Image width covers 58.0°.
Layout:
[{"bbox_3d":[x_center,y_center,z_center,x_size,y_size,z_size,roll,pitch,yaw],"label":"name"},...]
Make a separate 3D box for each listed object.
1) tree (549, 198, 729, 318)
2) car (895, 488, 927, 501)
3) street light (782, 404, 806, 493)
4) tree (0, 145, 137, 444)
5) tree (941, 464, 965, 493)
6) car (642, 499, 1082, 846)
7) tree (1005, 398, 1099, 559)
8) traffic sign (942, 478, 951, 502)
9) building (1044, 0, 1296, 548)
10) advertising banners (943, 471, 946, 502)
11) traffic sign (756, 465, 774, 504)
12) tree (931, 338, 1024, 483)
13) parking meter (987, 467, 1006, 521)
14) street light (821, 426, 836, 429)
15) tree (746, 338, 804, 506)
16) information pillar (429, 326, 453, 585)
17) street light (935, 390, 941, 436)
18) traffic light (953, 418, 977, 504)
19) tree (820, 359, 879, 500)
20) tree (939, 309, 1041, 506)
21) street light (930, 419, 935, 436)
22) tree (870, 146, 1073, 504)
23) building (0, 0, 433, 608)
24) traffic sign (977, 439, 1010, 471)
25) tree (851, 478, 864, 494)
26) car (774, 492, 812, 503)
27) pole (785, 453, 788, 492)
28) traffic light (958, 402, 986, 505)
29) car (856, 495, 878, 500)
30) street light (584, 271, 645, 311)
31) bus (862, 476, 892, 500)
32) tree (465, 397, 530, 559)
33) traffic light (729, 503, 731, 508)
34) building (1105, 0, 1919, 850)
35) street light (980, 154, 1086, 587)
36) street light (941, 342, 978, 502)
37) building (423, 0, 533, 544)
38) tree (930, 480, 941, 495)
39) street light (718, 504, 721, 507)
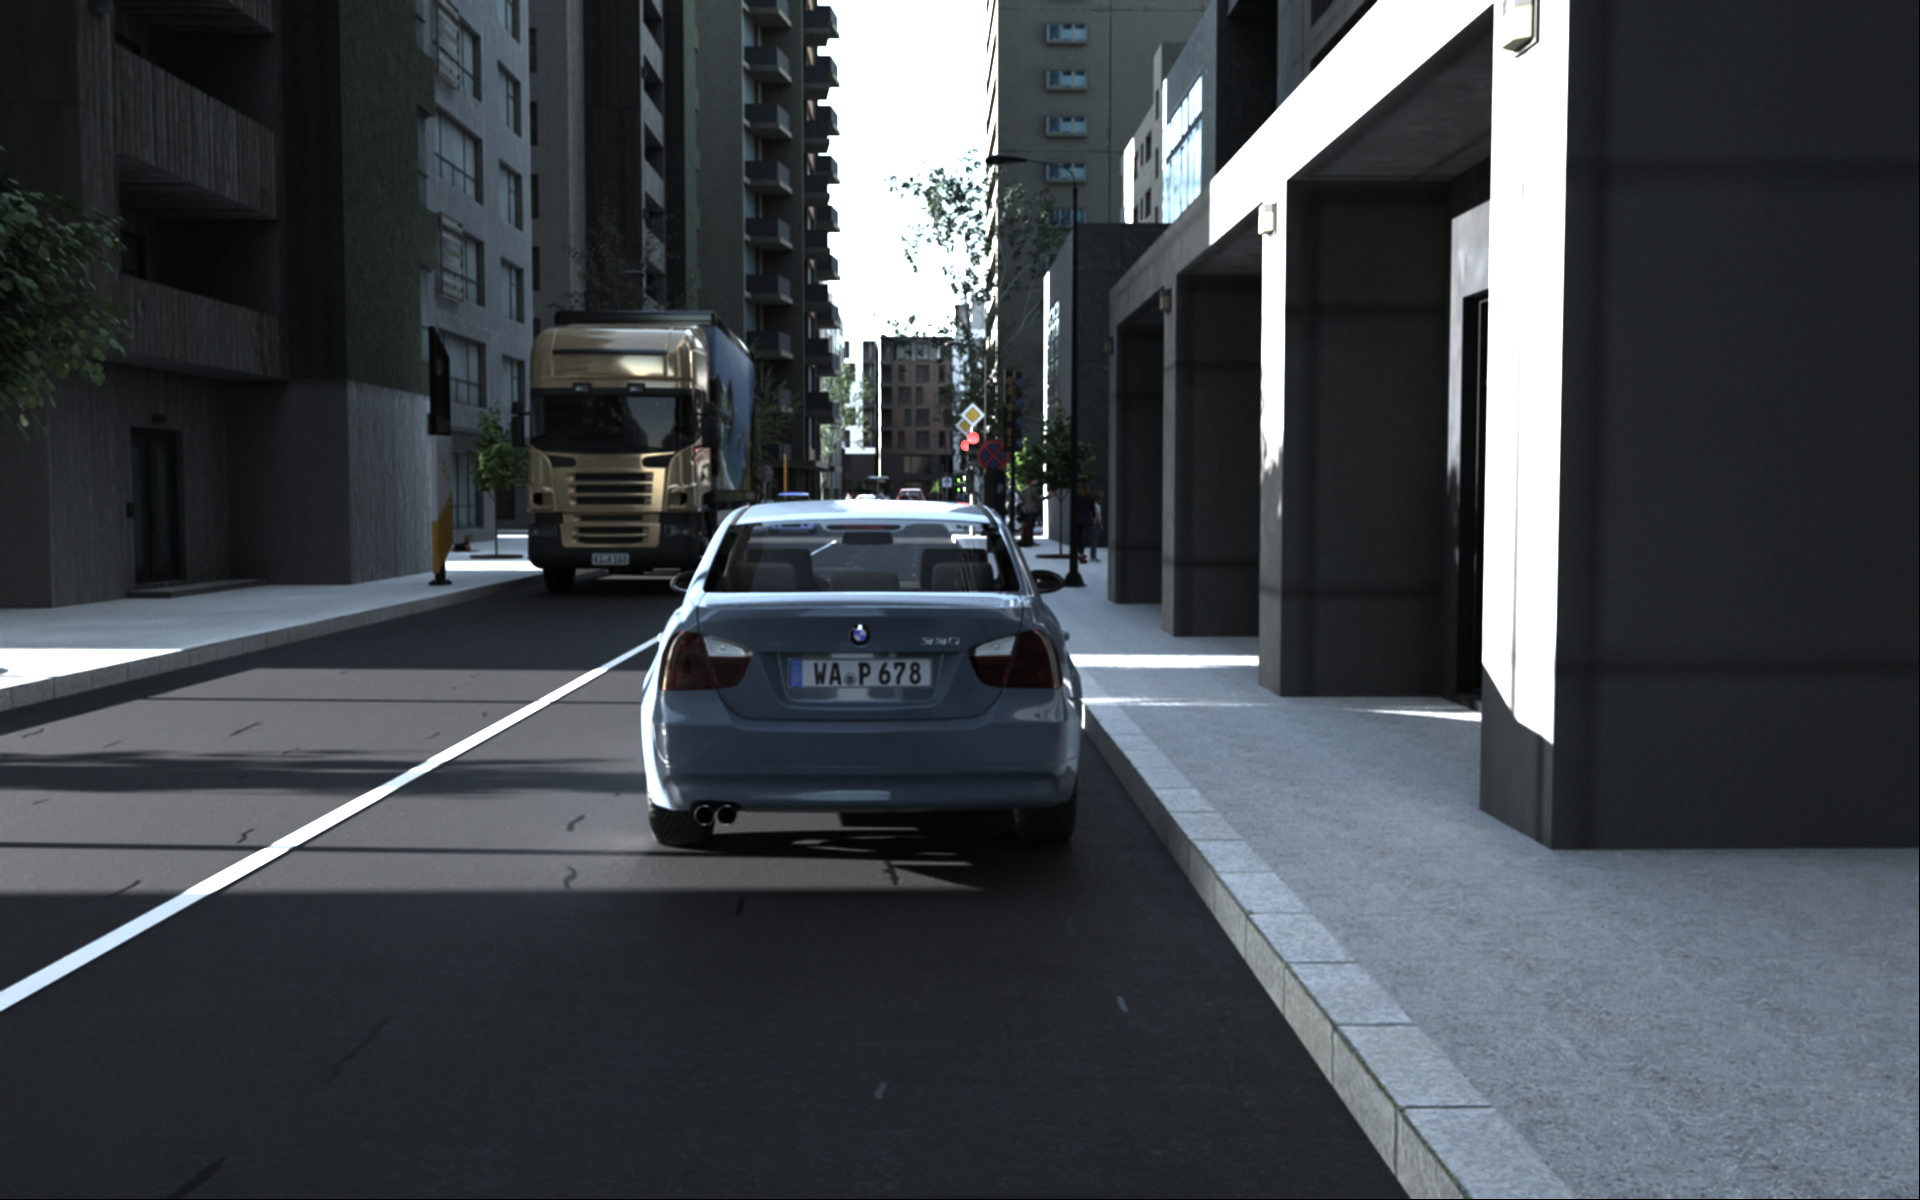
[{"bbox_3d":[-8.206,-5.727,43.991,4.360,8.622,3.978,0,3,0],"label":"tree"},{"bbox_3d":[-3.307,-6.688,118.016,2.281,1.827,5.304,0,4,-1],"label":"car"},{"bbox_3d":[-8.669,-7.175,89.846,1.470,5.913,1.316,0,4,-1],"label":"street light"},{"bbox_3d":[-7.736,-1.736,12.098,4.285,4.588,4.351,0,3,0],"label":"tree"},{"bbox_3d":[-0.081,-7.154,111.576,1.663,3.219,1.824,0,3,0],"label":"tree"},{"bbox_3d":[-0.446,0.222,8.379,2.014,1.417,4.499,0,4,-2],"label":"car"},{"bbox_3d":[1.906,-2.457,34.771,1.663,3.219,1.824,0,3,0],"label":"tree"},{"bbox_3d":[-0.816,-6.442,107.457,0.606,2.300,0.079,0,3,0],"label":"traffic sign"},{"bbox_3d":[14.023,-44.128,34.162,22.319,86.520,31.000,0,4,-1],"label":"building"},{"bbox_3d":[-1.170,-8.322,132.248,0.090,3.025,2.074,0,4,7],"label":"advertising banners"},{"bbox_3d":[-8.484,-4.602,75.340,0.768,2.556,0.104,0,4,1],"label":"traffic sign"},{"bbox_3d":[1.084,-8.041,81.835,4.360,8.622,3.978,0,3,0],"label":"tree"},{"bbox_3d":[0.800,-1.973,37.971,0.255,1.863,0.399,3,5,43],"label":"parking meter"},{"bbox_3d":[-9.214,-8.955,118.949,1.470,5.913,1.316,0,4,-1],"label":"street light"},{"bbox_3d":[-9.687,-7.955,80.423,4.737,8.622,4.395,0,3,0],"label":"tree"},{"bbox_3d":[-7.334,-2.025,24.462,0.183,3.616,0.504,1,4,9],"label":"information pillar"},{"bbox_3d":[-0.264,-6.414,77.414,1.470,5.913,1.316,0,4,-1],"label":"street light"},{"bbox_3d":[0.191,-4.406,60.961,0.839,4.253,0.868,0,4,-1],"label":"traffic light"},{"bbox_3d":[-10.098,-12.470,129.635,9.928,11.665,9.643,0,3,0],"label":"tree"},{"bbox_3d":[1.019,-7.296,69.650,4.737,8.622,4.395,0,3,0],"label":"tree"},{"bbox_3d":[-0.994,-8.194,106.513,1.470,5.913,1.316,0,4,-1],"label":"street light"},{"bbox_3d":[1.395,-14.469,92.460,12.611,20.169,13.585,0,3,0],"label":"tree"},{"bbox_3d":[-15.594,-15.269,21.358,14.160,30.474,14.107,0,4,-1],"label":"building"},{"bbox_3d":[0.777,-2.435,39.921,0.768,2.556,0.104,1,4,8],"label":"traffic sign"},{"bbox_3d":[-11.685,-12.711,202.420,1.663,3.219,1.824,0,3,0],"label":"tree"},{"bbox_3d":[-6.032,-3.247,62.686,1.945,1.707,3.694,0,4,-3],"label":"car"},{"bbox_3d":[-8.704,-5.684,86.783,0.158,3.312,0.155,0,3,0],"label":"pole"},{"bbox_3d":[0.372,-3.918,52.978,0.839,4.253,0.868,0,4,-1],"label":"traffic light"},{"bbox_3d":[-6.605,-6.733,122.452,2.083,1.381,4.827,0,4,0],"label":"car"},{"bbox_3d":[-7.255,-3.894,36.201,1.470,5.913,1.316,0,4,-1],"label":"street light"},{"bbox_3d":[-8.330,-11.005,174.791,2.948,3.499,13.247,0,4,-2],"label":"bus"},{"bbox_3d":[-9.317,-2.446,34.600,1.663,3.219,1.824,0,3,0],"label":"tree"},{"bbox_3d":[-8.028,-4.394,60.759,0.839,4.253,0.868,0,4,-1],"label":"traffic light"},{"bbox_3d":[12.227,-34.897,8.825,20.563,71.187,20.611,0,4,-1],"label":"building"},{"bbox_3d":[1.037,-3.139,23.865,1.470,5.913,1.316,0,4,-1],"label":"street light"},{"bbox_3d":[0.251,-4.919,52.962,1.470,5.913,1.316,0,4,-1],"label":"street light"},{"bbox_3d":[-18.812,-22.018,43.597,14.086,41.232,14.154,0,4,-1],"label":"building"},{"bbox_3d":[-2.579,-13.302,212.091,1.663,3.219,1.824,0,3,0],"label":"tree"},{"bbox_3d":[-7.887,-5.389,60.653,1.470,5.913,1.316,0,4,-1],"label":"street light"}]
